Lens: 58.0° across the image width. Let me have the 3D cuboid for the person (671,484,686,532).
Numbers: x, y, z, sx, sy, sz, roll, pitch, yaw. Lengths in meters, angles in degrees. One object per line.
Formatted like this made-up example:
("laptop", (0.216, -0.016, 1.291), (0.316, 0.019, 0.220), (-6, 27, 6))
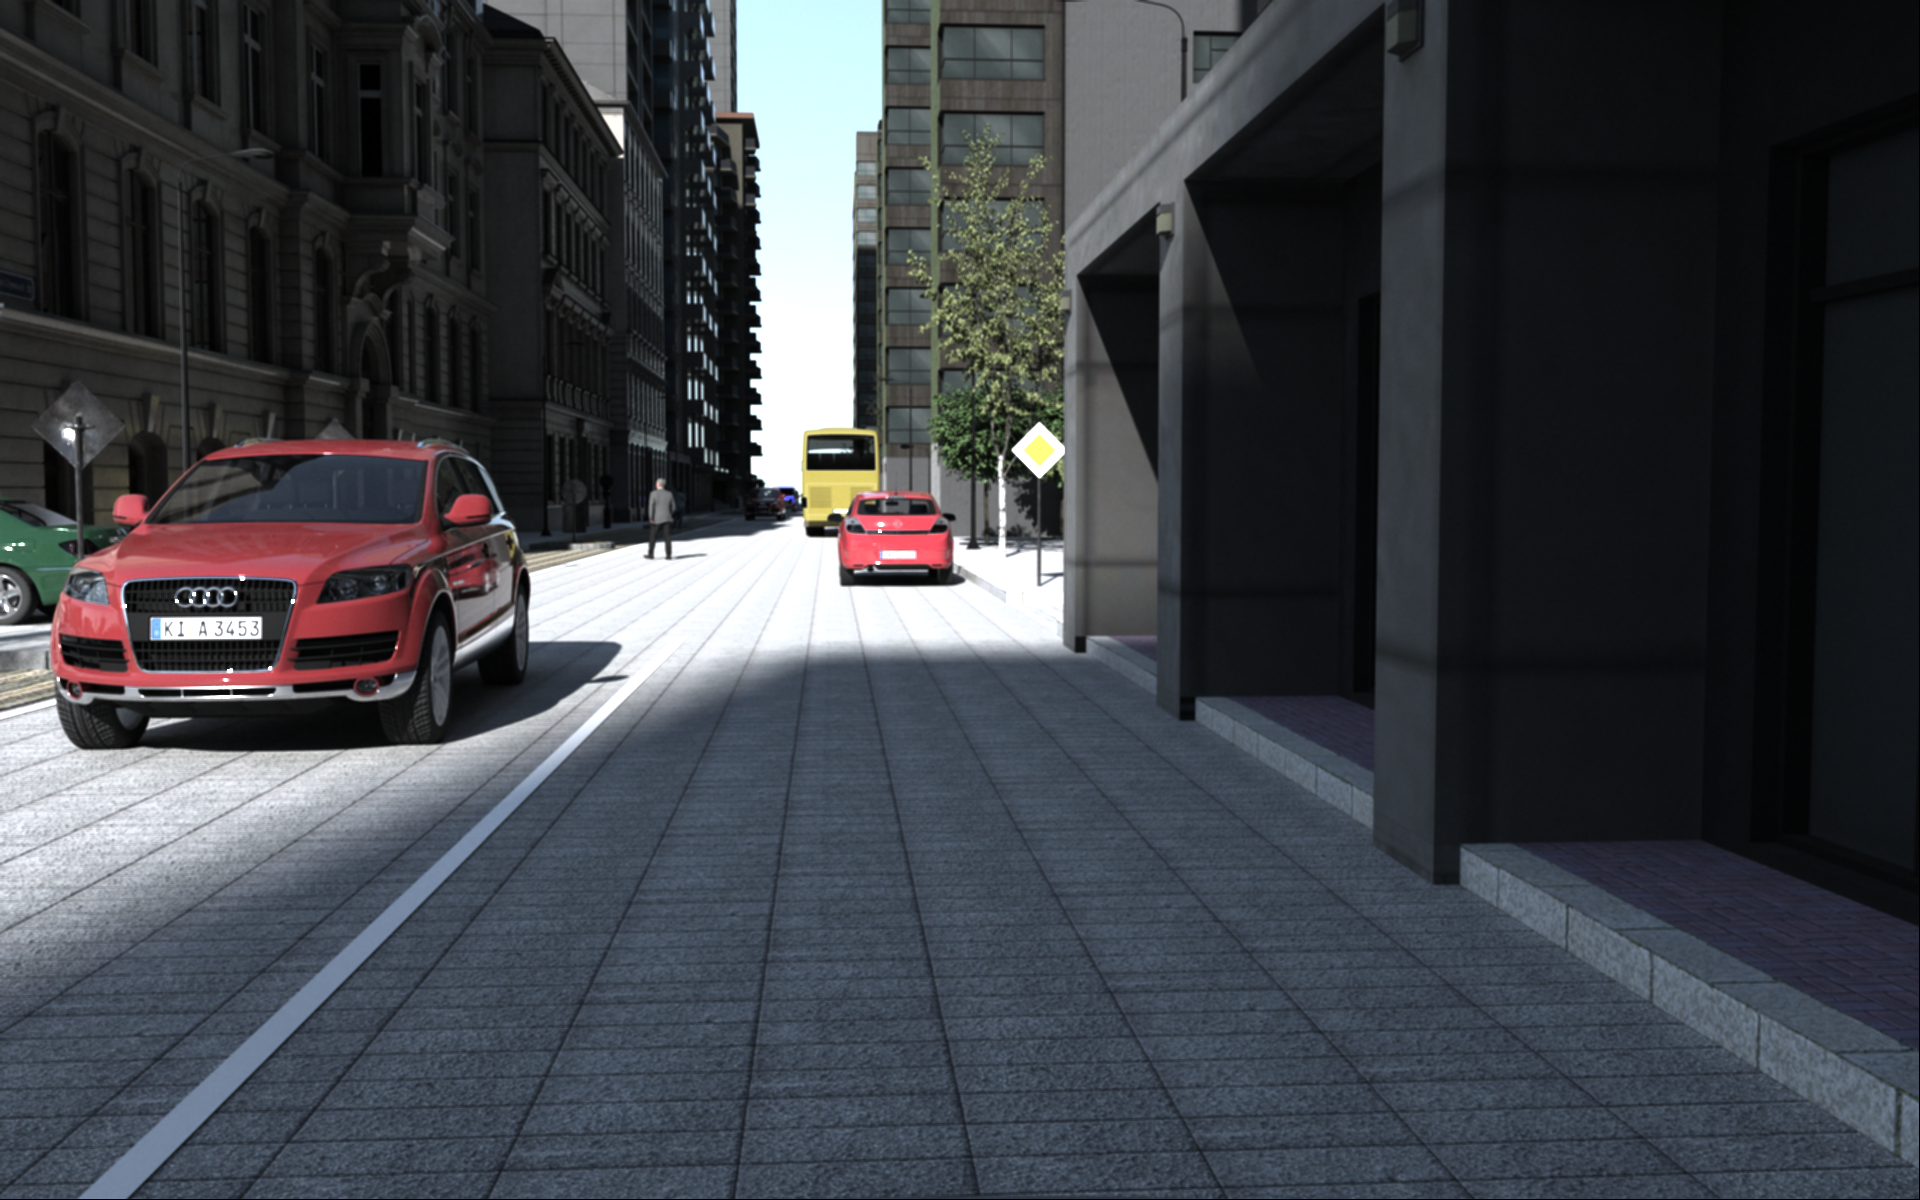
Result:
("person", (-10.622, -3.460, 65.329), (0.793, 1.790, 0.793), (1, 4, 13))

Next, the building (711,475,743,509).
("building", (-36.782, -28.624, 159.885), (32.217, 40.220, 23.993), (0, 4, -4))

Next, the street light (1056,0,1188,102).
("street light", (1.520, -2.660, 16.029), (1.470, 5.913, 1.316), (0, 4, -4))

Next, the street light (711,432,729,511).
("street light", (-17.850, -9.551, 128.701), (1.470, 5.913, 1.316), (0, 4, -4))

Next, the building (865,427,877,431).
("building", (2.601, -51.735, 158.531), (22.319, 86.520, 31.000), (0, 4, -4))

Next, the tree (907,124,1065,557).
("tree", (0.899, -5.159, 34.708), (4.737, 8.622, 4.395), (0, 3, 0))

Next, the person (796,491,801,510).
("person", (-14.932, -9.135, 158.525), (0.621, 1.740, 0.551), (1, 4, 12))

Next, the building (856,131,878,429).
("building", (-4.898, -31.499, 198.607), (14.154, 41.232, 14.086), (0, 4, -4))

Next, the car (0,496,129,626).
("car", (-11.876, -0.471, 19.506), (4.920, 1.459, 2.131), (0, 4, -6))

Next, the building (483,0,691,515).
("building", (-27.481, -40.857, 106.271), (20.563, 71.187, 20.611), (0, 4, -4))

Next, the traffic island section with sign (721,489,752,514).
("traffic island section with sign", (-15.957, -7.008, 123.202), (1.989, 1.847, 2.006), (0, 4, -4))

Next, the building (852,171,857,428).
("building", (-4.508, -38.157, 247.562), (21.300, 48.544, 21.600), (0, 4, -4))

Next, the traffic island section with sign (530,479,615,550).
("traffic island section with sign", (-10.087, -2.241, 45.263), (1.989, 1.847, 2.006), (0, 4, -4))

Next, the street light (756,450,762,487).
("street light", (-21.796, -12.892, 183.319), (1.470, 5.913, 1.316), (0, 4, -4))

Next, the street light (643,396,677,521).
("street light", (-14.324, -6.694, 81.987), (1.470, 5.913, 1.316), (0, 4, -4))

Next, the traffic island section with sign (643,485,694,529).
("traffic island section with sign", (-12.118, -3.885, 72.142), (1.989, 1.847, 2.006), (0, 4, -4))

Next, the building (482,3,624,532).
("building", (-19.300, -12.348, 66.510), (10.561, 19.102, 19.286), (0, 4, -4))

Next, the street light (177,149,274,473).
("street light", (-9.936, -3.113, 23.435), (1.470, 5.913, 1.316), (0, 4, -4))

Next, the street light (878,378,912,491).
("street light", (-2.516, -5.921, 69.357), (1.470, 5.913, 1.316), (0, 4, -4))

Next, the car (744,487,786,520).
("car", (-10.745, -5.330, 95.817), (2.281, 1.827, 5.304), (0, 4, -3))

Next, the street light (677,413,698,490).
("street light", (-15.738, -7.762, 99.447), (1.470, 5.913, 1.316), (0, 4, -4))

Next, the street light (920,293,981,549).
("street light", (-0.230, -4.133, 40.116), (1.470, 5.913, 1.316), (0, 4, -4))

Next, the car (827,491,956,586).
("car", (-1.106, -1.192, 28.531), (2.155, 1.783, 4.494), (0, 4, -4))

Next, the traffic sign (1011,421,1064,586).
("traffic sign", (1.098, -1.248, 24.055), (0.795, 2.450, 0.064), (0, 4, -4))

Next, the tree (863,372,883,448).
("tree", (-2.988, -8.861, 95.236), (4.360, 8.622, 3.978), (0, 3, 0))

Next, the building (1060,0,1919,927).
("building", (11.921, -34.648, 4.746), (20.563, 71.187, 20.611), (0, 4, -4))

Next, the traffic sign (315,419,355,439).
("traffic sign", (-8.421, -1.206, 23.363), (0.795, 2.450, 0.064), (0, 4, -4))

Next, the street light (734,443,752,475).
("street light", (-20.092, -11.385, 158.685), (1.470, 5.913, 1.316), (0, 4, -4))

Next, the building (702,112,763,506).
("building", (-33.650, -33.017, 194.460), (22.147, 44.769, 28.867), (0, 4, -4))

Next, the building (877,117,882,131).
("building", (-0.774, -36.809, 221.437), (23.786, 49.044, 30.456), (0, 4, -4))

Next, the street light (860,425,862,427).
("street light", (-5.997, -8.813, 116.631), (1.470, 5.913, 1.316), (0, 4, -4))

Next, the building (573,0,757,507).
("building", (-36.266, -47.719, 218.461), (20.563, 71.187, 20.611), (0, 4, -4))

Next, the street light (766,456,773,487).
("street light", (-24.114, -14.716, 213.146), (1.470, 5.913, 1.316), (0, 4, -4))

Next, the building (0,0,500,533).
("building", (-19.210, -13.446, 38.934), (14.460, 24.649, 34.723), (0, 4, -4))

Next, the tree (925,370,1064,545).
("tree", (0.757, -3.698, 44.176), (4.285, 4.588, 4.351), (0, 3, 0))

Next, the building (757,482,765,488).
("building", (-43.825, -33.711, 243.053), (32.217, 40.220, 23.993), (0, 4, -4))

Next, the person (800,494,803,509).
("person", (-14.908, -9.468, 164.121), (1.217, 1.723, 0.721), (1, 4, 16))

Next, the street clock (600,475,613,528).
("street clock", (-13.187, -3.675, 64.653), (0.471, 2.002, 0.358), (2, 4, 26))

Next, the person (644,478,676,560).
("person", (-6.603, -1.780, 37.999), (0.661, 1.777, 0.834), (-3, 5, -44))

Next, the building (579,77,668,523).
("building", (-20.058, -14.437, 85.189), (9.793, 20.994, 18.267), (0, 4, -4))

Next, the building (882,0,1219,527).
("building", (3.337, -18.891, 80.572), (14.160, 30.474, 14.107), (0, 4, -4))

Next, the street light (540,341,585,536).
("street light", (-12.101, -4.905, 52.742), (1.470, 5.913, 1.316), (0, 4, -4))

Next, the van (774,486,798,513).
("van", (-13.627, -7.926, 133.972), (2.240, 2.365, 5.245), (0, 4, -3))

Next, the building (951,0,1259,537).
("building", (5.897, -17.527, 58.264), (14.160, 30.474, 14.107), (0, 4, -4))

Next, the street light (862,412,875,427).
("street light", (-4.702, -7.710, 98.605), (1.470, 5.913, 1.316), (0, 4, -4))

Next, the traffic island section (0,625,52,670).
("traffic island section", (-7.846, 0.417, 15.460), (2.009, 0.180, 2.903), (0, 4, -4))

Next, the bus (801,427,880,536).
("bus", (-4.351, -4.333, 62.393), (2.896, 3.916, 12.252), (0, 4, -5))

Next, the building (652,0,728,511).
("building", (-30.383, -31.380, 132.664), (23.786, 49.044, 30.456), (0, 4, -4))

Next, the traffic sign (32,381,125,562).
("traffic sign", (-7.823, -0.719, 15.400), (0.795, 2.450, 0.064), (0, 4, -4))

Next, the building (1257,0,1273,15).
("building", (20.962, -25.312, 33.468), (30.456, 49.044, 23.786), (0, 4, -4))

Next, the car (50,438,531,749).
("car", (-4.154, -0.173, 11.499), (2.281, 1.827, 5.304), (0, 4, -6))
